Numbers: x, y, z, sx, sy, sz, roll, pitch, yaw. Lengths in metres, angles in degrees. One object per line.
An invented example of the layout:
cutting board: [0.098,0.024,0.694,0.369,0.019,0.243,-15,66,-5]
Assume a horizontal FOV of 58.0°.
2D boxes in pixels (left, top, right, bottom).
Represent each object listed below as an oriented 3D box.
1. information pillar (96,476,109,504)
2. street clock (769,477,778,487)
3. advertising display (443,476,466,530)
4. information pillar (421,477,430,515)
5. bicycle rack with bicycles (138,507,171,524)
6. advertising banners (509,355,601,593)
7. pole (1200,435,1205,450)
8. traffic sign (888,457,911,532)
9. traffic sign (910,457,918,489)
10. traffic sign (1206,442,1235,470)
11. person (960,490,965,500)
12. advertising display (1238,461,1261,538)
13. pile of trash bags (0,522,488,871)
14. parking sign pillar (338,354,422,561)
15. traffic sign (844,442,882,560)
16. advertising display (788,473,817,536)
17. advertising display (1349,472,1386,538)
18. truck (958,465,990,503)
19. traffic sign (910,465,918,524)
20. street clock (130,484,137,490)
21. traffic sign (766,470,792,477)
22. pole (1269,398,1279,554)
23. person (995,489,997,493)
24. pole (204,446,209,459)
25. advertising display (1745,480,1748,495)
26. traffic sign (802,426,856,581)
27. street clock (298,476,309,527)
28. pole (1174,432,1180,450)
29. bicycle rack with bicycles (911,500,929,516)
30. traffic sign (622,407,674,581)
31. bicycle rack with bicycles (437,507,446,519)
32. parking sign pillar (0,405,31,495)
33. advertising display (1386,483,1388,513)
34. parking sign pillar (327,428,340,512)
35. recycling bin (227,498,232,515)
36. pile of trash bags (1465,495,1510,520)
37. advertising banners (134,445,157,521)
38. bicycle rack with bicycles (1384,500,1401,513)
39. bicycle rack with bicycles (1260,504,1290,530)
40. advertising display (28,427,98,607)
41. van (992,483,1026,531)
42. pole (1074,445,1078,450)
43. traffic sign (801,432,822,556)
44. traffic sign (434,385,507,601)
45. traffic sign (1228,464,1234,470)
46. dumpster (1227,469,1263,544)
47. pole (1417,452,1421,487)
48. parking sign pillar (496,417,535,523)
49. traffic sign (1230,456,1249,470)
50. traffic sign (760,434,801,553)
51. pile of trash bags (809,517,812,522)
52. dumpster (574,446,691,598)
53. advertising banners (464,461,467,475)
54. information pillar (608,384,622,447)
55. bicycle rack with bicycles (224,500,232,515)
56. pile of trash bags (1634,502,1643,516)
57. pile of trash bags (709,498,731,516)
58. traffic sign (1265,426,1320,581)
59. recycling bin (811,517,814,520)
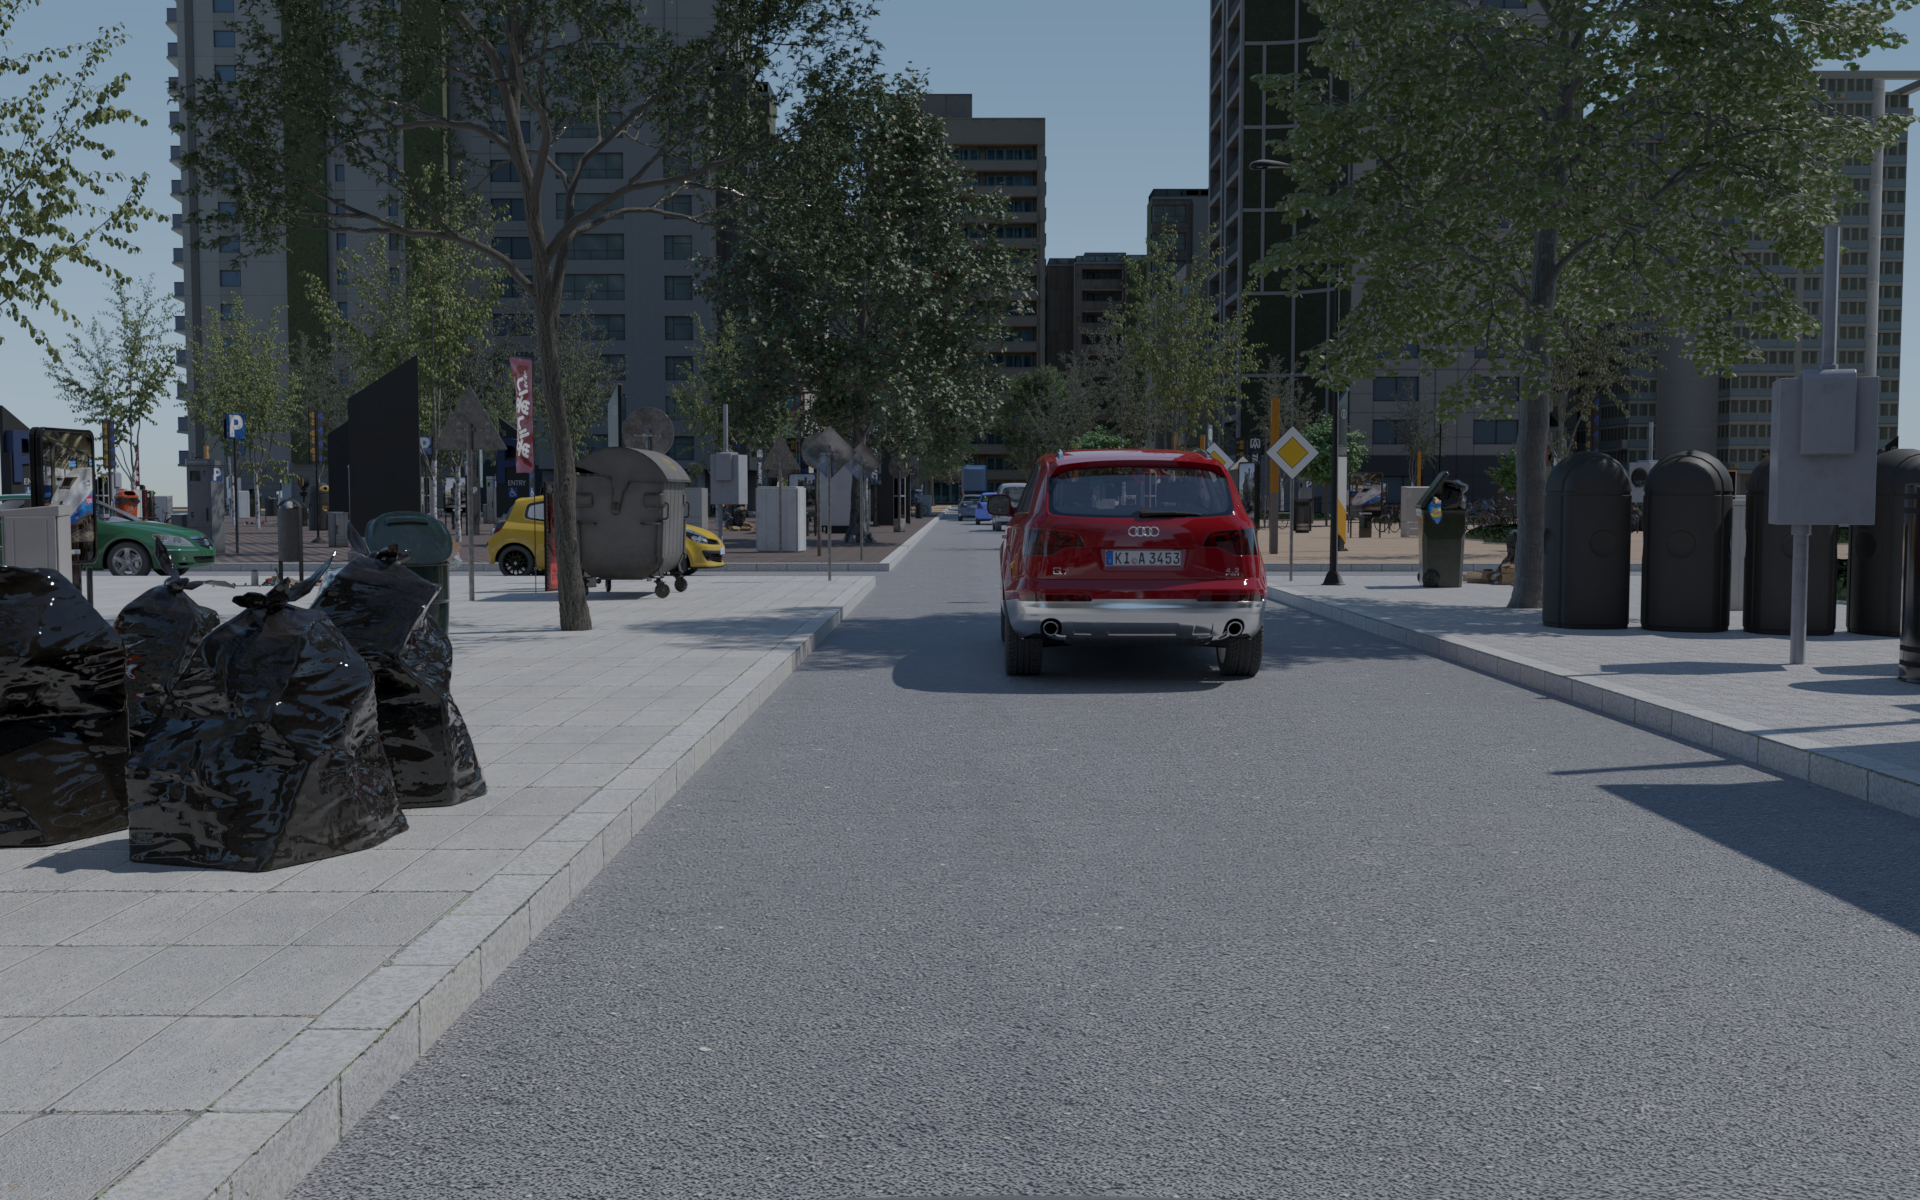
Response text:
information pillar: [-35.183,-4.077,71.147,0.304,2.012,0.304,1,4,18]
street clock: [-6.878,-3.622,63.783,0.358,2.002,0.471,-1,4,-20]
advertising display: [-18.131,-3.495,62.361,0.974,1.923,0.123,-3,5,-43]
information pillar: [-22.945,-4.278,74.432,0.304,2.012,0.304,-2,4,-30]
bicycle rack with bicycles: [-23.990,-2.182,49.051,2.925,0.926,2.852,2,4,29]
advertising banners: [-5.341,-1.633,22.891,0.090,3.025,2.074,1,4,20]
pole: [8.396,-4.048,60.035,0.158,3.312,0.155,0,3,0]
traffic sign: [-2.019,-3.531,57.834,0.768,2.556,0.104,1,4,9]
traffic sign: [-3.329,-5.981,91.658,2.265,3.308,0.079,0,4,3]
traffic sign: [4.893,-1.823,33.449,0.795,2.450,0.064,0,4,0]
person: [0.170,-7.703,134.993,0.434,1.755,0.990,1,4,16]
advertising display: [5.755,-1.792,34.514,0.123,1.923,0.974,-1,4,-11]
pile of trash bags: [-3.648,0.161,7.116,3.447,1.369,1.912,1,4,18]
parking sign pillar: [-11.091,-2.748,33.407,1.447,3.967,1.447,-1,4,-15]
traffic sign: [-1.902,-1.825,33.485,0.795,2.450,0.064,0,4,0]
advertising display: [-4.781,-2.907,52.739,0.974,1.923,0.123,2,4,24]
advertising display: [11.932,-2.796,50.930,0.974,1.923,0.123,2,4,23]
truck: [1.226,-10.098,154.866,2.967,4.110,18.799,0,4,1]
traffic sign: [-2.186,-4.588,75.127,0.768,2.556,0.104,0,4,5]
street clock: [-49.004,-6.005,102.750,0.358,2.002,0.471,-3,5,-42]
traffic sign: [-5.714,-3.364,54.997,0.884,2.594,0.081,0,4,1]
pole: [6.702,-2.635,36.933,0.158,3.312,0.155,0,3,0]
person: [2.395,-6.896,121.697,0.683,1.767,0.568,-2,4,-28]
pole: [-31.839,-4.857,73.263,0.158,3.312,0.155,0,3,0]
advertising display: [36.807,-4.574,79.996,0.974,1.923,0.123,2,4,30]
traffic sign: [-1.920,-1.337,25.500,0.795,2.450,0.064,0,4,0]
street clock: [-25.870,-3.898,68.306,0.471,2.002,0.358,3,5,41]
pole: [7.154,-3.875,57.202,0.158,3.312,0.155,0,3,0]
bicycle rack with bicycles: [-3.304,-5.491,103.155,2.925,0.926,2.852,0,4,-2]
traffic sign: [-4.568,-1.546,25.381,0.768,2.556,0.104,0,4,2]
bicycle rack with bicycles: [-27.910,-4.664,89.645,2.925,0.926,2.852,2,4,26]
parking sign pillar: [-28.729,-3.955,53.130,1.447,3.967,1.447,1,4,19]
advertising display: [24.168,-5.745,99.152,0.123,1.923,0.974,-1,4,-19]
parking sign pillar: [-18.536,-3.931,52.742,1.447,3.967,1.447,-1,4,-15]
recycling bin: [-44.449,-5.730,106.236,0.722,1.027,0.722,1,4,17]
pile of trash bags: [25.708,-4.461,82.695,3.447,1.369,1.912,0,4,-6]
advertising banners: [-29.666,-4.088,63.020,0.090,3.025,2.074,0,4,-7]
bicycle rack with bicycles: [26.254,-5.410,101.843,2.852,0.926,2.925,-1,4,-18]
bicycle rack with bicycles: [10.754,-3.026,62.854,2.852,0.926,2.925,3,5,43]
advertising display: [-8.793,-0.722,17.018,0.123,1.923,0.974,0,4,2]
van: [2.141,-3.721,67.848,2.013,2.044,4.112,0,4,-1]
pole: [4.786,-4.744,71.405,0.158,3.312,0.155,0,3,0]
traffic sign: [-2.904,-2.176,35.676,0.768,2.556,0.104,1,4,8]
traffic sign: [-5.870,-1.269,20.755,0.884,2.594,0.081,0,4,2]
traffic sign: [8.905,-3.410,57.878,0.606,2.300,0.079,0,4,5]
dumpster: [6.429,-2.155,40.988,1.264,1.857,1.865,0,4,0]
pole: [22.221,-5.505,83.855,0.158,3.312,0.155,0,3,0]
parking sign pillar: [-15.527,-4.404,60.477,1.447,3.967,1.447,1,4,15]
traffic sign: [8.580,-3.144,52.586,0.795,2.450,0.064,0,4,4]
traffic sign: [-3.906,-2.304,37.670,0.884,2.594,0.081,0,4,3]
pile of trash bags: [-6.757,-4.269,79.555,1.912,1.369,3.447,0,4,0]
dumpster: [-4.166,-0.989,21.922,1.264,1.857,1.865,0,4,0]
advertising banners: [-25.705,-5.815,91.265,0.090,3.025,2.074,-3,4,-36]
information pillar: [-7.372,-2.797,37.089,0.183,3.616,0.504,-3,4,-38]
bicycle rack with bicycles: [-44.634,-5.551,104.134,2.925,0.926,2.852,-1,4,-14]
pile of trash bags: [30.993,-4.107,76.896,1.912,1.369,3.447,1,4,12]
pile of trash bags: [-15.328,-5.990,107.683,3.447,1.369,1.912,-3,5,-43]
traffic sign: [4.874,-1.335,25.464,0.795,2.450,0.064,0,4,0]
recycling bin: [-6.914,-4.454,85.377,0.722,1.027,0.722,2,4,34]
